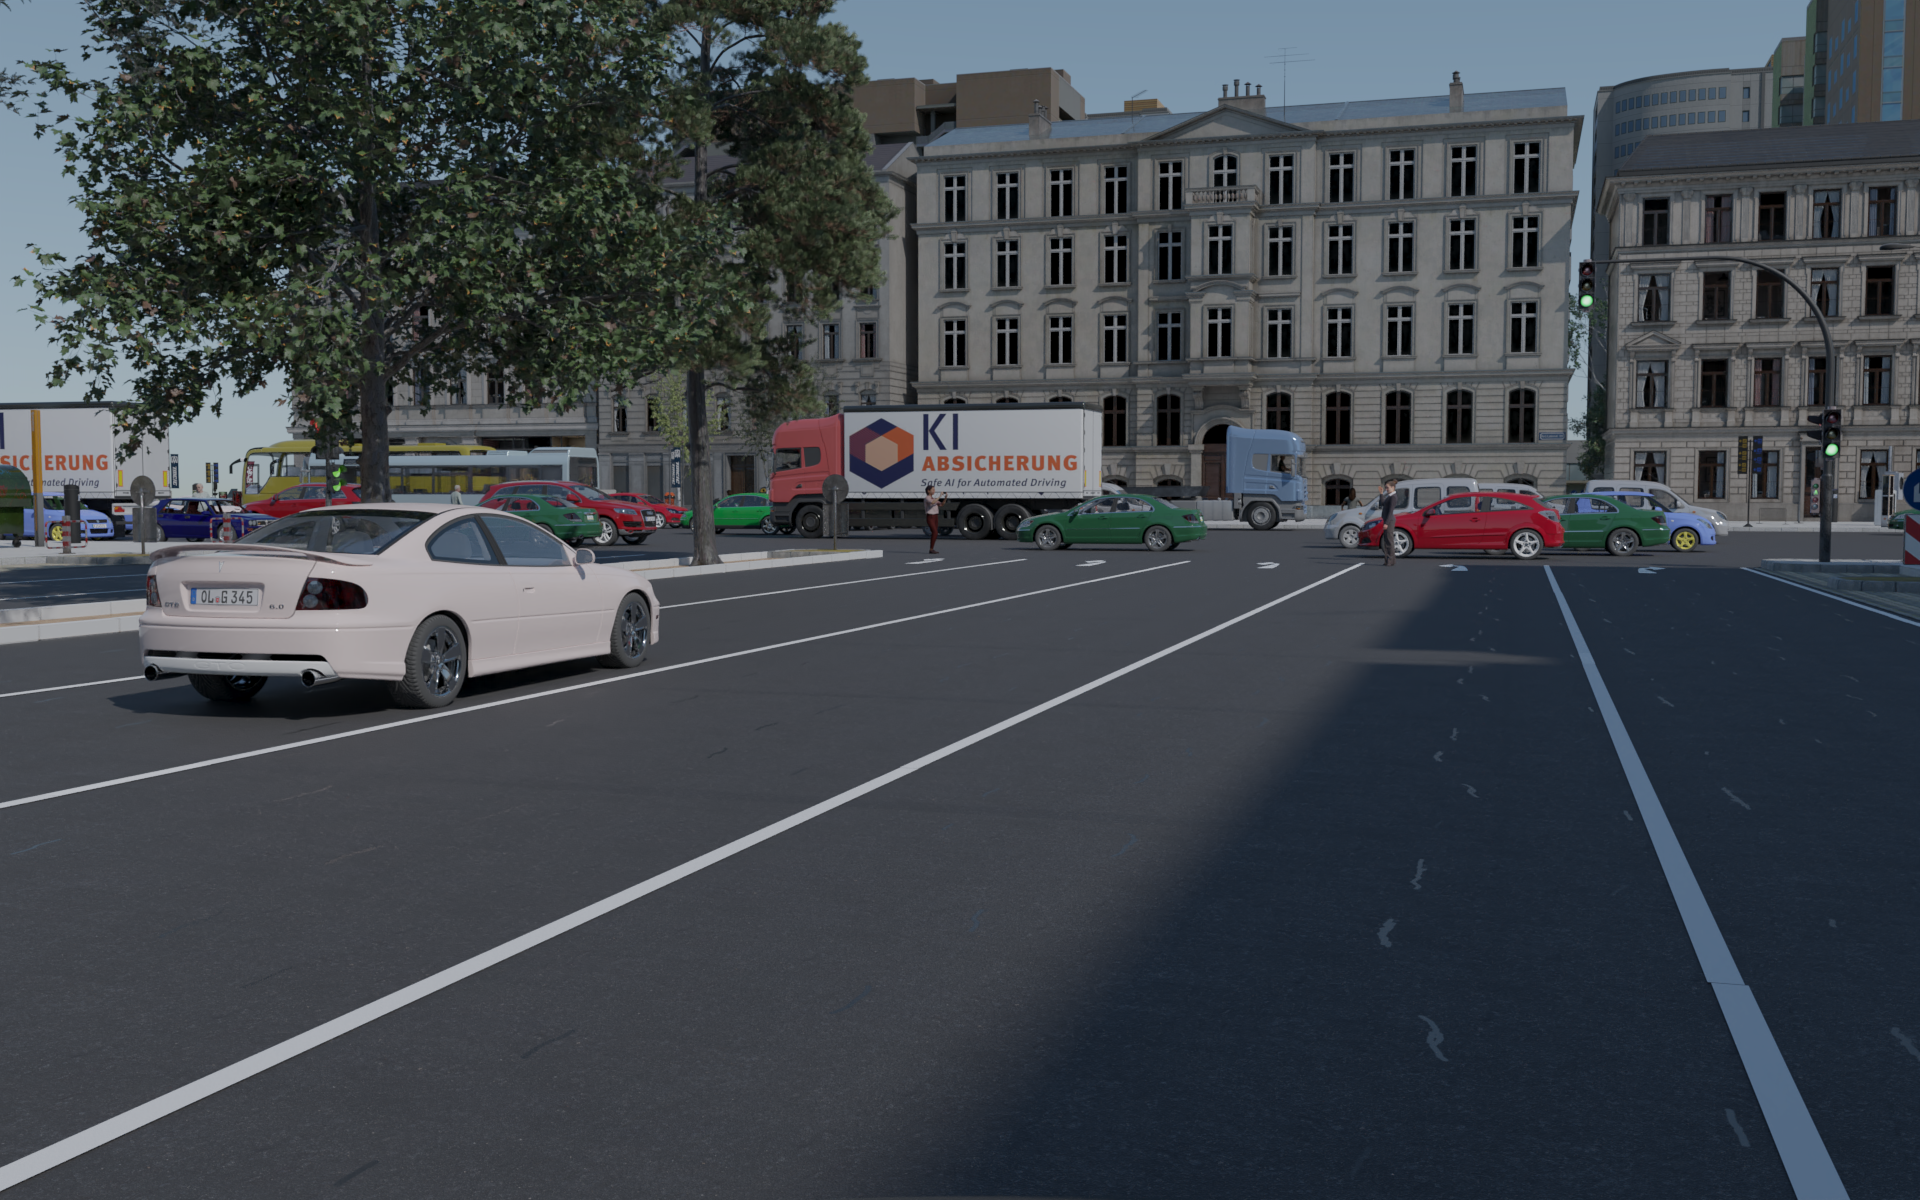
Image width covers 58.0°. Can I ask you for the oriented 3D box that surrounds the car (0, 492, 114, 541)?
[{"bbox_3d":[-26.743,-2.527,50.900,3.694,1.707,1.945,1,4,18],"label":"car"}]

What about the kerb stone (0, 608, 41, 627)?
[{"bbox_3d":[-10.592,0.191,19.076,0.120,0.150,1.000,1,4,18],"label":"kerb stone"}]

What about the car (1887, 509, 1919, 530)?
[{"bbox_3d":[34.737,-2.932,59.733,4.920,1.459,2.131,1,4,18],"label":"car"}]

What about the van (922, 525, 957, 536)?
[{"bbox_3d":[0.523,-3.193,59.213,4.112,2.044,2.013,1,4,19],"label":"van"}]

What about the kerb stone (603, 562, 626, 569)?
[{"bbox_3d":[-6.494,-0.587,31.860,0.120,0.150,1.000,1,4,18],"label":"kerb stone"}]

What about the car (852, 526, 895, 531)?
[{"bbox_3d":[-3.910,-3.630,69.133,2.009,1.686,4.222,1,4,17],"label":"car"}]

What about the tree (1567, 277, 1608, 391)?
[{"bbox_3d":[49.701,-16.707,129.055,12.611,20.169,13.585,0,3,0],"label":"tree"}]

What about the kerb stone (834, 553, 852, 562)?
[{"bbox_3d":[-2.608,-0.911,37.098,0.120,0.150,1.000,1,4,18],"label":"kerb stone"}]

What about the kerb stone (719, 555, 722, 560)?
[{"bbox_3d":[-5.235,-0.831,35.790,0.120,0.150,1.000,1,4,18],"label":"kerb stone"}]

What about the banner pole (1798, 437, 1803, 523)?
[{"bbox_3d":[36.868,-5.259,75.998,0.401,3.779,0.863,2,4,25],"label":"banner pole"}]

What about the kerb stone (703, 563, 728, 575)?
[{"bbox_3d":[-4.495,-0.551,31.211,0.120,0.150,1.000,1,4,18],"label":"kerb stone"}]

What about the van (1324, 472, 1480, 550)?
[{"bbox_3d":[11.722,-2.373,45.811,4.112,2.044,2.013,1,4,17],"label":"van"}]

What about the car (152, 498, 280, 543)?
[{"bbox_3d":[-21.283,-2.249,49.347,3.894,1.354,1.945,1,4,19],"label":"car"}]

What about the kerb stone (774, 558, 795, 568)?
[{"bbox_3d":[-3.552,-0.728,34.157,0.120,0.150,1.000,1,4,18],"label":"kerb stone"}]

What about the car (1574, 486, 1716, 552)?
[{"bbox_3d":[17.020,-2.078,43.562,3.694,1.707,1.945,1,4,19],"label":"car"}]

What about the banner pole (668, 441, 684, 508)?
[{"bbox_3d":[-13.193,-5.600,81.576,0.401,3.779,0.863,2,4,31],"label":"banner pole"}]

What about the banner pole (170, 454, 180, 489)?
[{"bbox_3d":[-43.112,-6.409,94.796,0.401,3.779,0.863,2,4,35],"label":"banner pole"}]

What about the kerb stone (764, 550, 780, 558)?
[{"bbox_3d":[-4.288,-1.006,38.737,0.120,0.150,1.000,1,4,18],"label":"kerb stone"}]

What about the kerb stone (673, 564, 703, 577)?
[{"bbox_3d":[-4.811,-0.490,30.233,0.120,0.150,1.000,1,4,18],"label":"kerb stone"}]

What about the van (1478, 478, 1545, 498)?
[{"bbox_3d":[21.290,-3.569,65.359,4.112,2.044,2.013,1,4,18],"label":"van"}]

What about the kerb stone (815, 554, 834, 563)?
[{"bbox_3d":[-2.926,-0.852,36.120,0.120,0.150,1.000,1,4,18],"label":"kerb stone"}]

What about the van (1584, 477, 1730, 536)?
[{"bbox_3d":[20.365,-2.681,50.838,4.112,2.044,2.013,1,4,20],"label":"van"}]

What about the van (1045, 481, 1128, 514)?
[{"bbox_3d":[4.840,-3.033,56.603,4.112,2.044,2.013,1,4,20],"label":"van"}]

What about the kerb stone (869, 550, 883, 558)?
[{"bbox_3d":[-1.976,-1.033,39.078,0.120,0.150,1.000,1,4,18],"label":"kerb stone"}]

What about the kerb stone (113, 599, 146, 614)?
[{"bbox_3d":[-9.966,0.071,21.034,0.120,0.150,1.000,1,4,18],"label":"kerb stone"}]

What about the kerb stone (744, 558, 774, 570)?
[{"bbox_3d":[-3.867,-0.672,33.178,0.120,0.150,1.000,1,4,18],"label":"kerb stone"}]

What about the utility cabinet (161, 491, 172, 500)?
[{"bbox_3d":[-44.184,-5.352,96.189,0.318,1.500,1.173,0,4,4],"label":"utility cabinet"}]

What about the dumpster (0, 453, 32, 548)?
[{"bbox_3d":[-23.144,-2.334,40.652,1.502,2.255,1.985,1,4,18],"label":"dumpster"}]

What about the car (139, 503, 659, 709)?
[{"bbox_3d":[-3.969,-0.046,13.121,2.083,1.381,4.827,1,4,16],"label":"car"}]

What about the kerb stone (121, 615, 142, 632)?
[{"bbox_3d":[-8.597,0.230,18.430,0.120,0.150,1.000,1,4,18],"label":"kerb stone"}]

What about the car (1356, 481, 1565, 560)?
[{"bbox_3d":[11.189,-1.822,38.828,4.494,1.783,2.155,1,4,18],"label":"car"}]

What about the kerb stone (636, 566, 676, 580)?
[{"bbox_3d":[-5.132,-0.431,29.244,0.120,0.150,1.000,1,4,18],"label":"kerb stone"}]

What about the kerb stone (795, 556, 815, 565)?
[{"bbox_3d":[-3.240,-0.791,35.136,0.120,0.150,1.000,1,4,18],"label":"kerb stone"}]

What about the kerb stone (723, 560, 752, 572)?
[{"bbox_3d":[-4.182,-0.612,32.199,0.120,0.150,1.000,1,4,18],"label":"kerb stone"}]

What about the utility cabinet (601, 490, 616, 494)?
[{"bbox_3d":[-18.188,-4.886,88.558,1.173,1.500,0.318,0,3,0],"label":"utility cabinet"}]

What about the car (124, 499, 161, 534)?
[{"bbox_3d":[-28.928,-3.140,60.927,3.694,1.707,1.945,1,4,18],"label":"car"}]

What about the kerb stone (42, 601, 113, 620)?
[{"bbox_3d":[-10.276,0.131,20.054,0.120,0.150,1.000,1,4,18],"label":"kerb stone"}]

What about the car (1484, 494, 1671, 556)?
[{"bbox_3d":[14.175,-1.786,40.994,4.920,1.459,2.131,1,4,16],"label":"car"}]

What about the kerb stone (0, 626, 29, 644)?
[{"bbox_3d":[-9.220,0.350,16.470,0.120,0.150,1.000,1,4,18],"label":"kerb stone"}]

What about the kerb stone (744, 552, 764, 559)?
[{"bbox_3d":[-4.601,-0.950,37.756,0.120,0.150,1.000,1,4,18],"label":"kerb stone"}]

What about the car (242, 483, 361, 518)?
[{"bbox_3d":[-22.265,-3.112,59.553,5.304,1.827,2.281,1,4,16],"label":"car"}]

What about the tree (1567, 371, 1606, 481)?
[{"bbox_3d":[54.845,-13.799,142.624,9.611,12.733,9.660,0,3,0],"label":"tree"}]

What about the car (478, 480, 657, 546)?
[{"bbox_3d":[-11.113,-2.466,48.995,5.304,1.827,2.281,1,4,17],"label":"car"}]

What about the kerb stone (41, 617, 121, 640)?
[{"bbox_3d":[-8.910,0.294,17.451,0.120,0.150,1.000,1,4,18],"label":"kerb stone"}]

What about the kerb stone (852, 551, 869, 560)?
[{"bbox_3d":[-2.300,-0.972,38.088,0.120,0.150,1.000,1,4,18],"label":"kerb stone"}]

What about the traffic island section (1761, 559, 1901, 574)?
[{"bbox_3d":[16.321,-0.636,32.673,2.009,0.180,2.903,1,4,18],"label":"traffic island section"}]

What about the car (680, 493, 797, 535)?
[{"bbox_3d":[-7.695,-3.234,61.666,4.718,1.807,1.959,1,4,16],"label":"car"}]

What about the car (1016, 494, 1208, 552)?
[{"bbox_3d":[3.850,-1.990,44.329,4.920,1.459,2.131,1,4,16],"label":"car"}]

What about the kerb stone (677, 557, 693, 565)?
[{"bbox_3d":[-5.553,-0.771,34.798,0.120,0.150,1.000,1,4,18],"label":"kerb stone"}]

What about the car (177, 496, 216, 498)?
[{"bbox_3d":[-33.630,-3.954,77.013,4.827,1.381,2.083,1,4,18],"label":"car"}]

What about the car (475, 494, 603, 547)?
[{"bbox_3d":[-12.086,-2.142,46.826,4.920,1.459,2.131,1,4,16],"label":"car"}]

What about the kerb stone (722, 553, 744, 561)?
[{"bbox_3d":[-4.915,-0.891,36.770,0.120,0.150,1.000,1,4,18],"label":"kerb stone"}]

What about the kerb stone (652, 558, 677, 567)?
[{"bbox_3d":[-5.864,-0.705,33.817,0.120,0.150,1.000,1,4,18],"label":"kerb stone"}]

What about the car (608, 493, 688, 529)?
[{"bbox_3d":[-13.457,-3.891,72.657,4.494,1.783,2.155,1,4,17],"label":"car"}]

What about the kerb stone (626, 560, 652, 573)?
[{"bbox_3d":[-6.184,-0.651,32.840,0.120,0.150,1.000,1,4,18],"label":"kerb stone"}]
